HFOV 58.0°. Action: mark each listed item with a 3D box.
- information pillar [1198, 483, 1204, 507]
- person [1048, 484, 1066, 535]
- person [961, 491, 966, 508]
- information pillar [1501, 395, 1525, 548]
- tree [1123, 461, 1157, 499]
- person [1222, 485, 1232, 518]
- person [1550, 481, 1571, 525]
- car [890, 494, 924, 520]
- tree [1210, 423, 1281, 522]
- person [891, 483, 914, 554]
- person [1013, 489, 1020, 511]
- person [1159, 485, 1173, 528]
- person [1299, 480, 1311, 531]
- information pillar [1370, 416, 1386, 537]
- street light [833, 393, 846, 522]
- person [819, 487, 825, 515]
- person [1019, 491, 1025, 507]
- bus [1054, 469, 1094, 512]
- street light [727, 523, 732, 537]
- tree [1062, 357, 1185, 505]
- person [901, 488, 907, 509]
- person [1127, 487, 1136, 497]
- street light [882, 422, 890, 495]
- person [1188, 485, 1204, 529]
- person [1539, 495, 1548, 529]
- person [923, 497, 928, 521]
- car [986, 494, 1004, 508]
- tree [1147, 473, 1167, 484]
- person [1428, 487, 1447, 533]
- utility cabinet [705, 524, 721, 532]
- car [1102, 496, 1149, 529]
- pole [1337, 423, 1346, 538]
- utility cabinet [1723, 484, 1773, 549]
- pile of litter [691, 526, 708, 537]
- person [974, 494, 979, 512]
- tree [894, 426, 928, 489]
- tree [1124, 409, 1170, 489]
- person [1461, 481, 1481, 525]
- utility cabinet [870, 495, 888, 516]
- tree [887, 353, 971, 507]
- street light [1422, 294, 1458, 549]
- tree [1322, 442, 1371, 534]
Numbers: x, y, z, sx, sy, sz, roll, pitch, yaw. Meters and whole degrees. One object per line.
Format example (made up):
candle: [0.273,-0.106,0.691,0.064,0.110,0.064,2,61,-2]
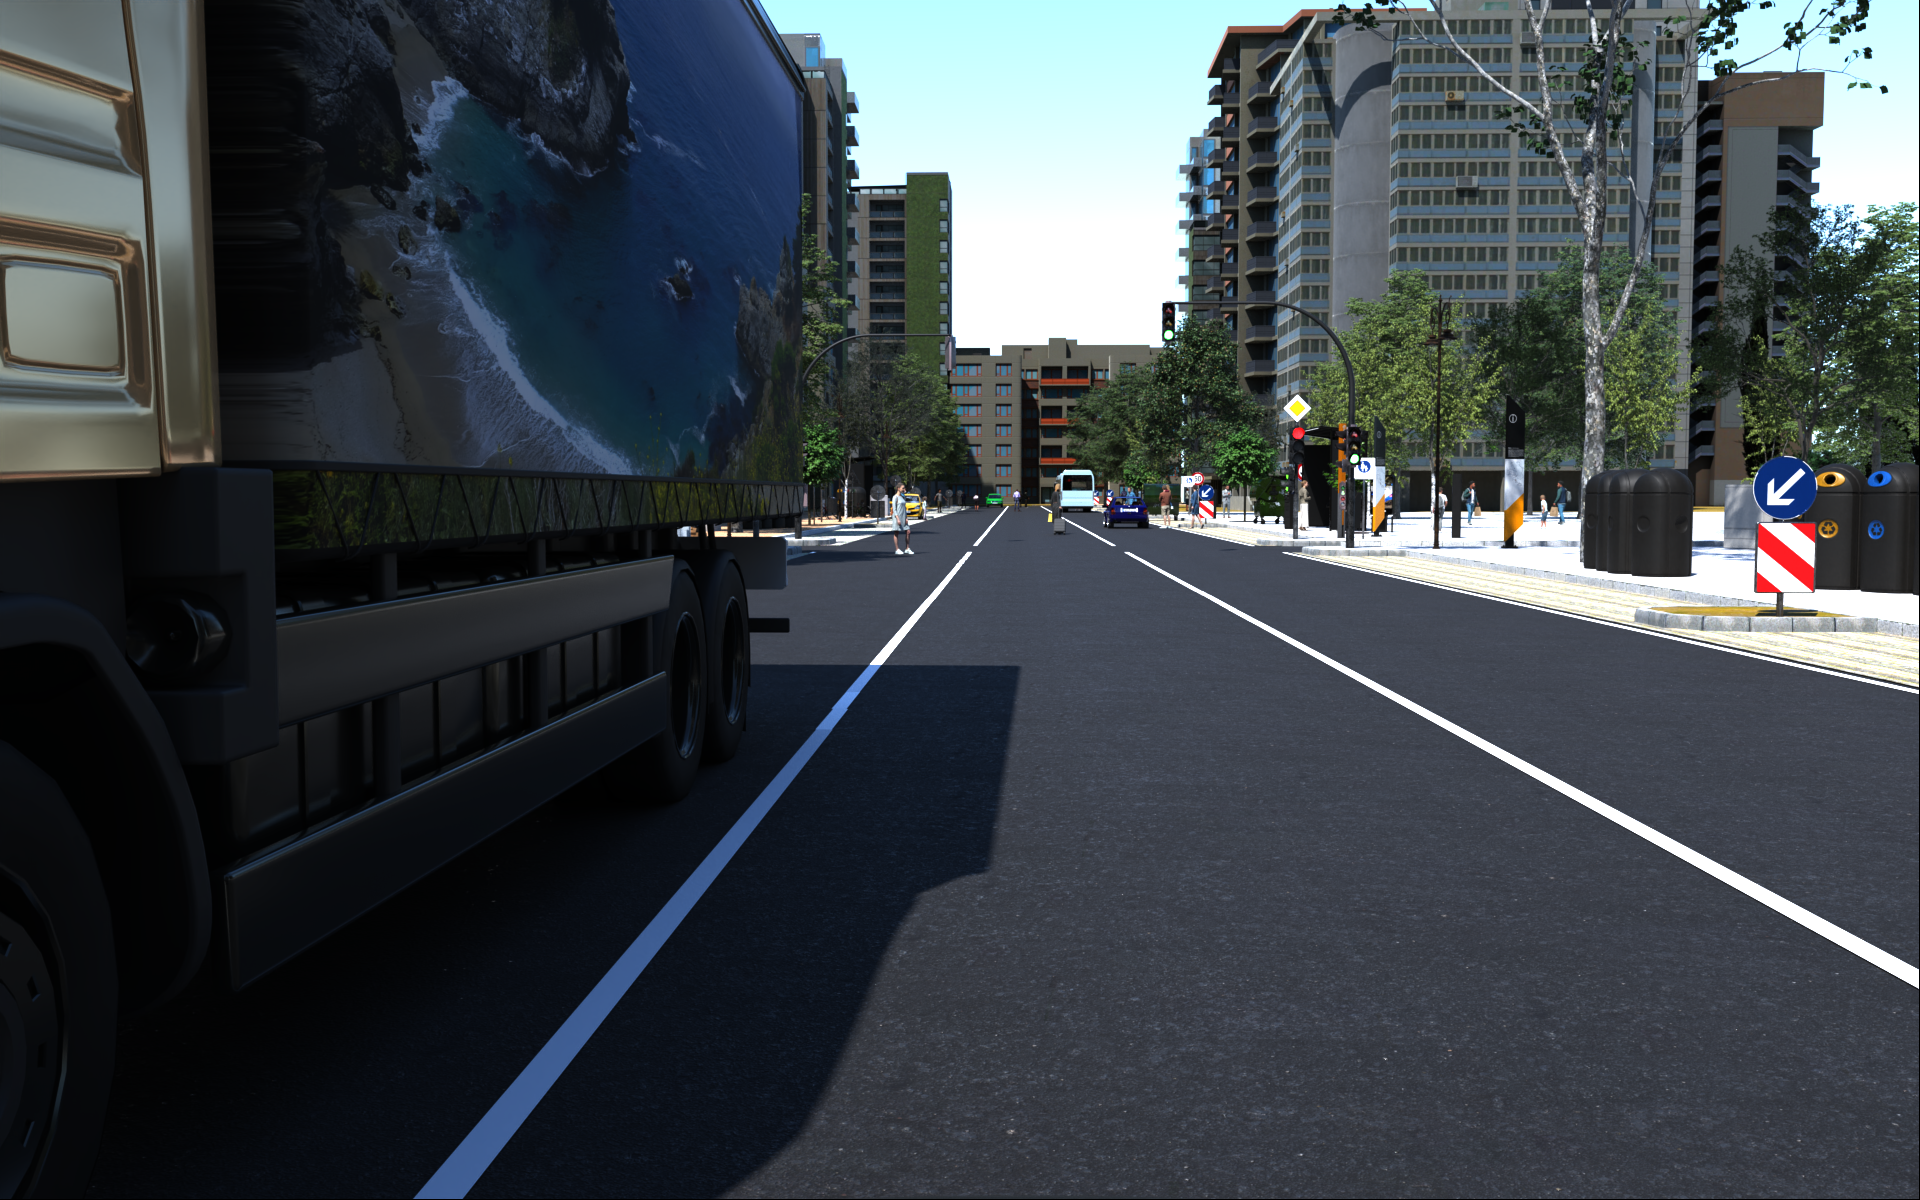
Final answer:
information pillar: [16.307,-6.888,117.116,0.304,2.012,0.304,2,4,31]
person: [3.438,-3.229,61.506,0.699,1.804,1.509,0,4,7]
person: [0.328,-9.911,171.471,0.541,1.710,0.530,2,4,30]
information pillar: [13.092,-3.032,40.928,0.504,3.616,0.183,-1,4,-16]
tree: [14.745,-9.633,141.219,4.285,4.588,4.351,0,3,0]
person: [14.233,-5.267,92.333,0.511,1.800,0.466,-1,4,-17]
person: [24.618,-3.976,71.037,0.794,1.824,0.713,-1,4,-19]
car: [-2.898,-5.321,97.224,2.015,1.641,3.980,0,4,3]
tree: [12.983,-5.850,79.368,4.285,4.588,4.351,0,3,0]
person: [-1.428,-1.944,41.284,0.522,1.701,0.512,2,4,33]
person: [4.743,-8.208,142.566,0.709,1.838,0.599,1,4,22]
person: [8.664,-3.930,72.726,0.573,1.828,0.580,1,4,18]
person: [12.026,-3.286,60.317,0.362,1.759,0.519,-1,4,-13]
information pillar: [12.580,-3.709,52.002,0.504,3.616,0.183,-3,5,-40]
street light: [-5.529,-6.534,79.612,0.468,5.910,1.993,0,4,2]
person: [-8.397,-6.050,105.507,0.362,1.759,0.519,0,4,-1]
person: [6.410,-10.861,186.213,1.348,1.807,0.705,-2,4,-25]
bus: [9.164,-8.831,139.240,2.948,3.499,13.247,0,4,1]
street light: [-6.705,-4.732,50.149,0.468,5.910,1.993,0,4,2]
tree: [16.286,-15.585,161.467,9.857,13.997,8.962,0,3,0]
person: [-2.485,-3.843,71.357,0.620,1.820,0.660,1,4,16]
person: [8.360,-4.634,84.605,0.444,1.785,0.601,-2,4,-34]
street light: [-4.603,-8.336,109.083,0.468,5.910,1.993,0,4,2]
person: [9.656,-3.813,70.874,0.654,1.822,0.581,2,4,33]
person: [21.141,-3.183,62.775,0.332,1.250,0.352,-1,4,-19]
person: [-1.865,-4.911,93.075,0.394,1.301,0.425,-2,4,-34]
car: [3.712,-10.795,185.294,1.959,1.807,4.718,0,4,1]
tree: [14.675,-8.219,128.986,1.663,3.219,1.824,0,3,0]
person: [15.727,-2.955,56.952,0.503,1.515,0.523,-2,4,-30]
utility cabinet: [-8.549,-2.970,59.720,0.306,1.237,1.020,1,4,12]
car: [7.029,-3.720,73.410,1.945,1.354,3.894,0,4,1]
pole: [11.051,-3.442,50.123,0.158,3.312,0.155,0,3,0]
utility cabinet: [18.315,-1.929,40.213,0.318,1.500,1.173,-1,4,-21]
pile of litter: [-7.895,-2.247,50.708,1.176,0.858,1.719,-1,4,-22]
person: [1.367,-7.989,142.308,0.628,1.438,0.799,-3,5,-41]
tree: [-4.410,-12.607,156.480,4.737,8.622,4.395,0,3,0]
tree: [13.952,-10.493,121.915,4.737,8.622,4.395,0,3,0]
person: [21.207,-4.019,71.742,0.794,1.824,0.713,-1,4,-10]
utility cabinet: [-4.755,-5.540,101.741,1.020,1.237,0.306,-1,4,-12]
tree: [-3.801,-13.566,139.932,7.486,12.596,7.792,0,3,0]
street light: [11.130,-4.129,40.294,0.468,5.910,1.993,0,4,2]
tree: [12.826,-3.773,56.288,1.663,3.219,1.824,0,3,0]
